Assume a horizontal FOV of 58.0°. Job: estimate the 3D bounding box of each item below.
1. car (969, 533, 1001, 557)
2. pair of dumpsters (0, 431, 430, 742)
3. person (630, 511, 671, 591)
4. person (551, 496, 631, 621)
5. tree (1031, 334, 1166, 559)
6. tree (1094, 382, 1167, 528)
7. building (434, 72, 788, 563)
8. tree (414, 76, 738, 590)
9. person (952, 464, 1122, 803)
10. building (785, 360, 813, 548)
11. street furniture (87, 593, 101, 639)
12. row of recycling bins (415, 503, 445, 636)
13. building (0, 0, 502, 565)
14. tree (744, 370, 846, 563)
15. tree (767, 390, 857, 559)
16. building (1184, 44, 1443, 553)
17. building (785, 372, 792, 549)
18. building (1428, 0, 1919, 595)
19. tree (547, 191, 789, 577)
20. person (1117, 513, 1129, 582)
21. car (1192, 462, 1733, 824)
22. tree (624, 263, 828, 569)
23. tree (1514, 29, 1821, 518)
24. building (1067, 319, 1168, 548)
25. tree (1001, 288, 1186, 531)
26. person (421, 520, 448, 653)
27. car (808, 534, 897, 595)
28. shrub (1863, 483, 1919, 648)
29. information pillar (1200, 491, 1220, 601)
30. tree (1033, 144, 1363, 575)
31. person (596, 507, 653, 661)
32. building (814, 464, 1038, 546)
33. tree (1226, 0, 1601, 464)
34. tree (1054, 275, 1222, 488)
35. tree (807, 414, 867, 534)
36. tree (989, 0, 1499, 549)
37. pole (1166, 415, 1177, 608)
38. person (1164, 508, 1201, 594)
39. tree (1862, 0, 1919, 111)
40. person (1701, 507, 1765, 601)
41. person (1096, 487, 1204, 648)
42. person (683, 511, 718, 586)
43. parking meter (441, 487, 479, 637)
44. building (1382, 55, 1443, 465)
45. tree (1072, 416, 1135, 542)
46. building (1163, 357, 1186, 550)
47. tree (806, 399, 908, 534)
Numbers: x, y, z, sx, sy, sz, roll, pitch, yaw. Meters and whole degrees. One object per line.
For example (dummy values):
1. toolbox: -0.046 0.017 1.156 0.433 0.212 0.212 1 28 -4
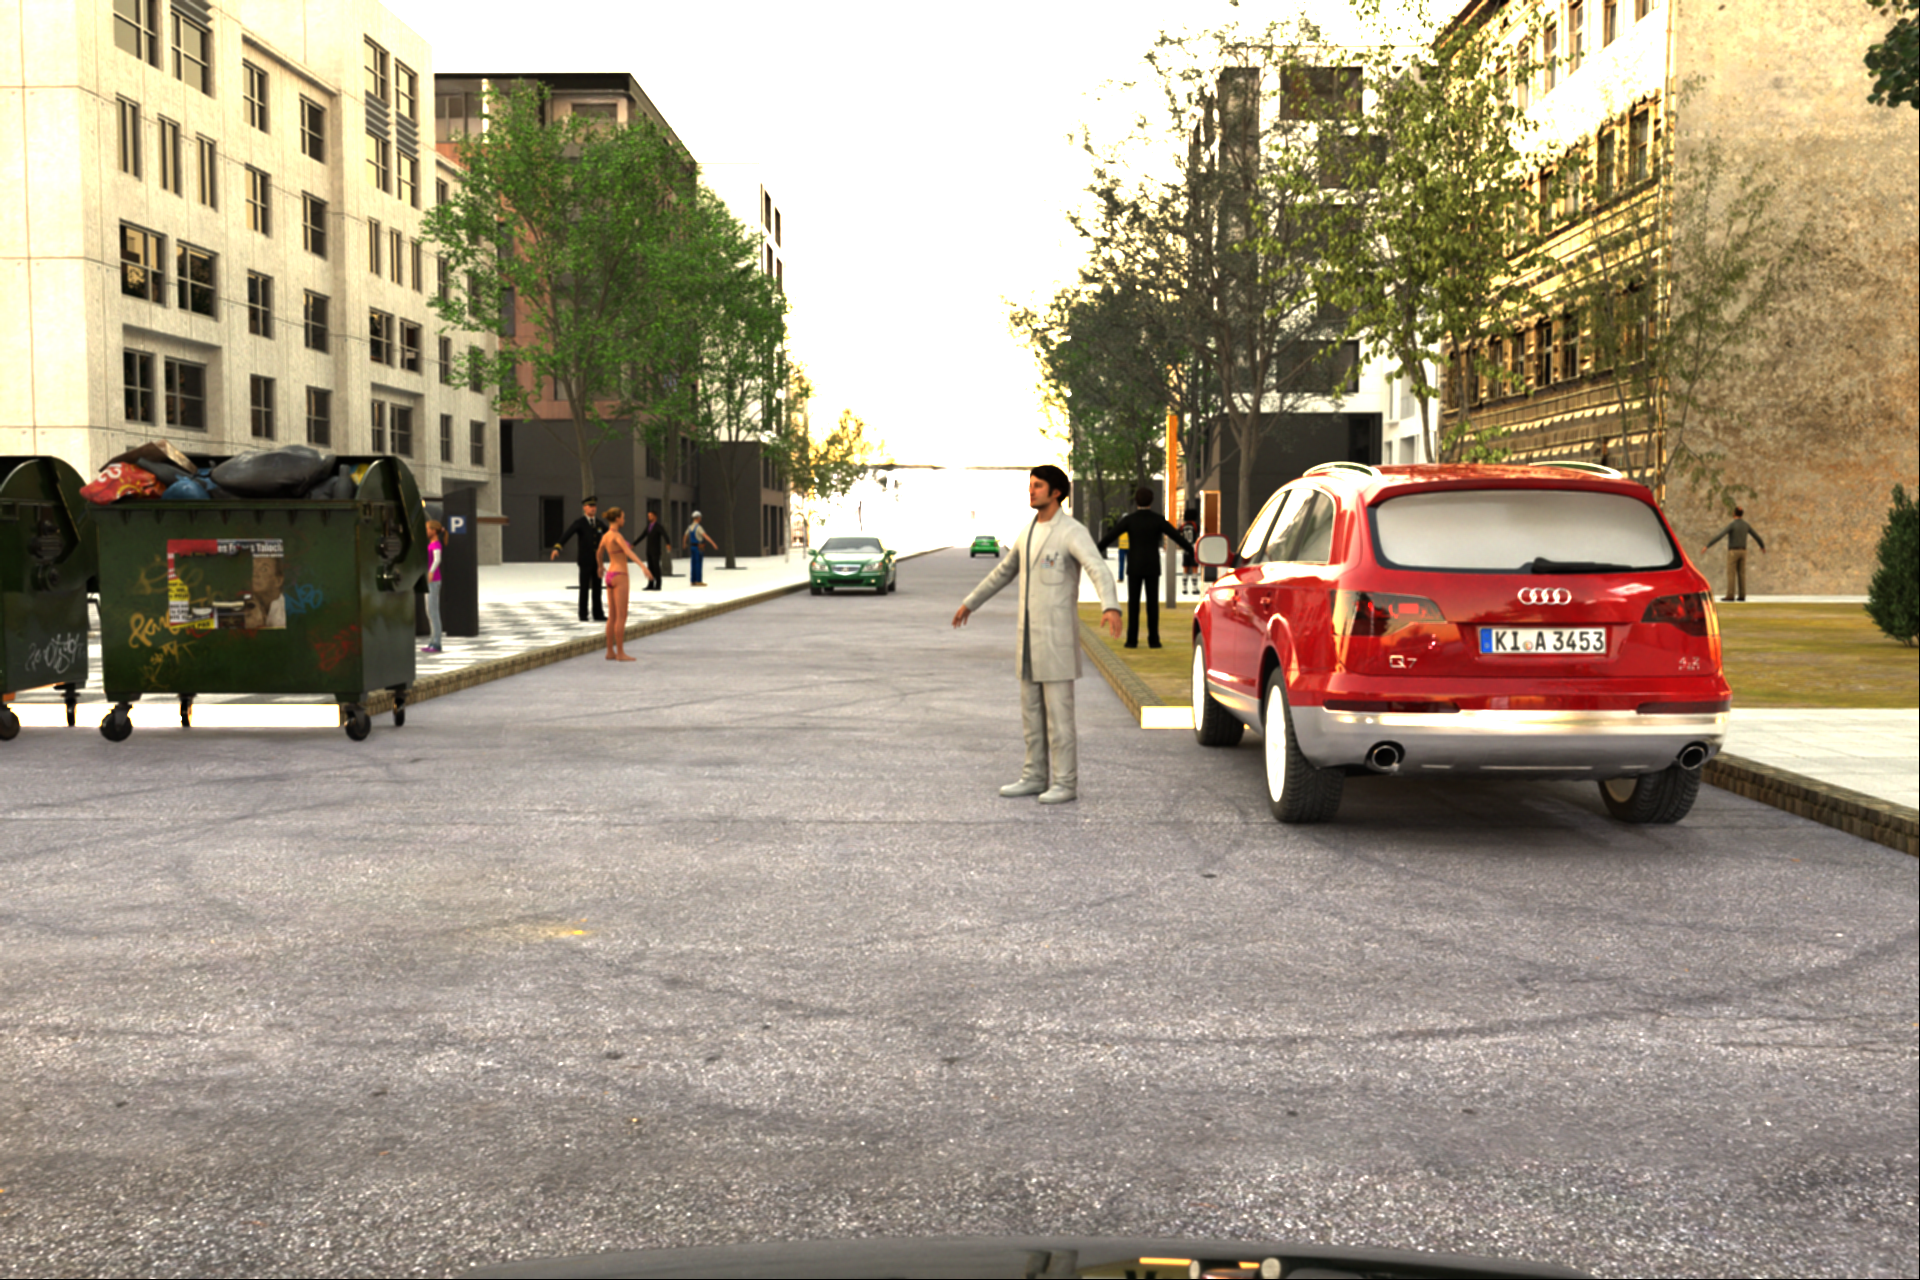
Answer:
1. car: 1.557 -6.063 107.930 1.959 1.807 4.718 0 4 1
2. pair of dumpsters: -6.201 -0.454 12.373 4.436 2.255 1.574 0 4 1
3. person: -6.990 -2.027 39.370 1.346 1.802 0.704 3 4 39
4. person: -5.443 -1.201 25.578 1.347 1.837 0.705 -3 4 -39
5. tree: 7.163 -9.910 87.781 9.928 11.665 9.643 0 3 0
6. tree: 7.807 -7.818 78.183 4.737 8.622 4.395 0 3 0
7. building: -24.946 -15.250 93.310 27.936 21.610 32.646 0 4 0
8. tree: -8.814 -7.010 40.371 9.928 11.665 9.643 0 3 0
9. person: 0.450 -0.045 9.373 0.705 1.806 1.347 -3 4 -38
10. building: -24.347 -20.219 161.510 19.493 23.208 18.063 0 4 2
11. street furniture: -24.647 -1.079 22.667 27.439 1.986 14.083 1 4 19
12. row of recycling bins: -7.145 -0.938 22.454 1.069 1.692 3.534 0 4 1
13. building: -27.647 -11.529 54.955 16.747 18.905 31.486 0 4 2
14. tree: -7.926 -7.747 77.023 4.360 8.622 3.978 0 3 0
15. tree: -7.705 -8.434 88.258 4.737 8.622 4.395 0 3 0
16. building: 25.294 -14.976 88.838 27.936 21.610 32.646 0 4 1
17. building: -23.226 -16.452 135.453 16.747 18.905 31.486 0 4 0
18. building: 24.016 -13.060 44.457 19.493 23.208 18.063 0 4 1
19. tree: -8.731 -7.723 52.024 9.928 11.665 9.643 0 3 0
20. person: 4.413 -2.457 46.144 1.349 1.833 0.705 0 4 -4
21. car: 2.592 -0.089 10.121 2.281 1.827 5.304 0 4 1
22. tree: -8.482 -8.414 63.321 9.928 11.665 9.643 0 3 0
23. tree: 10.242 -4.633 26.112 4.360 8.622 3.978 0 3 0
24. building: 24.957 -20.465 178.576 27.936 21.610 32.646 0 4 2
25. tree: 9.189 -15.932 116.378 12.611 20.169 13.585 0 3 0
26. person: -5.786 -0.583 18.802 0.599 1.433 0.991 -1 4 -22
27. car: -2.569 -1.857 42.158 2.131 1.459 4.920 0 4 2
28. shrub: 11.066 -0.925 19.539 1.690 2.028 1.600 0 3 0
29. information pillar: 4.293 -1.544 29.742 0.304 2.012 0.304 0 4 2
30. tree: 7.353 -8.780 53.917 12.009 13.543 11.850 0 3 0
31. person: -3.830 -0.638 19.693 0.721 1.733 1.217 -3 4 -38
32. building: -3.512 -16.126 208.271 28.070 9.664 9.099 0 4 -4
33. tree: 5.483 -4.271 20.190 4.737 8.622 4.395 0 3 0
34. tree: 7.273 -8.759 68.957 9.928 11.665 9.643 0 3 0
35. tree: -7.542 -9.549 106.496 4.737 8.622 4.395 0 3 0
36. tree: 6.187 -7.764 37.310 12.009 13.543 11.850 0 3 0
37. pole: 3.644 -2.202 29.851 0.158 3.312 0.155 0 3 0
38. person: 4.940 -1.886 36.977 1.345 1.843 0.704 2 4 31
39. tree: 8.607 -6.279 9.318 9.857 13.997 8.962 0 3 0
40. person: 14.820 -1.640 33.082 1.348 1.796 0.705 -1 4 -11
41. person: 2.070 -0.816 19.530 1.347 1.806 0.705 0 4 5
42. person: -6.480 -2.259 42.789 1.347 1.847 0.705 3 5 45
43. parking meter: -6.265 -0.977 21.685 0.399 1.863 0.255 0 4 1
44. building: 22.527 -13.061 69.971 16.016 20.090 11.380 0 4 1
45. tree: 7.701 -8.879 95.530 4.360 8.622 3.978 0 3 0
46. building: 26.778 -18.989 141.405 19.493 23.208 18.063 0 4 2
47. tree: -7.034 -11.343 119.875 7.601 10.594 8.767 1 4 15
